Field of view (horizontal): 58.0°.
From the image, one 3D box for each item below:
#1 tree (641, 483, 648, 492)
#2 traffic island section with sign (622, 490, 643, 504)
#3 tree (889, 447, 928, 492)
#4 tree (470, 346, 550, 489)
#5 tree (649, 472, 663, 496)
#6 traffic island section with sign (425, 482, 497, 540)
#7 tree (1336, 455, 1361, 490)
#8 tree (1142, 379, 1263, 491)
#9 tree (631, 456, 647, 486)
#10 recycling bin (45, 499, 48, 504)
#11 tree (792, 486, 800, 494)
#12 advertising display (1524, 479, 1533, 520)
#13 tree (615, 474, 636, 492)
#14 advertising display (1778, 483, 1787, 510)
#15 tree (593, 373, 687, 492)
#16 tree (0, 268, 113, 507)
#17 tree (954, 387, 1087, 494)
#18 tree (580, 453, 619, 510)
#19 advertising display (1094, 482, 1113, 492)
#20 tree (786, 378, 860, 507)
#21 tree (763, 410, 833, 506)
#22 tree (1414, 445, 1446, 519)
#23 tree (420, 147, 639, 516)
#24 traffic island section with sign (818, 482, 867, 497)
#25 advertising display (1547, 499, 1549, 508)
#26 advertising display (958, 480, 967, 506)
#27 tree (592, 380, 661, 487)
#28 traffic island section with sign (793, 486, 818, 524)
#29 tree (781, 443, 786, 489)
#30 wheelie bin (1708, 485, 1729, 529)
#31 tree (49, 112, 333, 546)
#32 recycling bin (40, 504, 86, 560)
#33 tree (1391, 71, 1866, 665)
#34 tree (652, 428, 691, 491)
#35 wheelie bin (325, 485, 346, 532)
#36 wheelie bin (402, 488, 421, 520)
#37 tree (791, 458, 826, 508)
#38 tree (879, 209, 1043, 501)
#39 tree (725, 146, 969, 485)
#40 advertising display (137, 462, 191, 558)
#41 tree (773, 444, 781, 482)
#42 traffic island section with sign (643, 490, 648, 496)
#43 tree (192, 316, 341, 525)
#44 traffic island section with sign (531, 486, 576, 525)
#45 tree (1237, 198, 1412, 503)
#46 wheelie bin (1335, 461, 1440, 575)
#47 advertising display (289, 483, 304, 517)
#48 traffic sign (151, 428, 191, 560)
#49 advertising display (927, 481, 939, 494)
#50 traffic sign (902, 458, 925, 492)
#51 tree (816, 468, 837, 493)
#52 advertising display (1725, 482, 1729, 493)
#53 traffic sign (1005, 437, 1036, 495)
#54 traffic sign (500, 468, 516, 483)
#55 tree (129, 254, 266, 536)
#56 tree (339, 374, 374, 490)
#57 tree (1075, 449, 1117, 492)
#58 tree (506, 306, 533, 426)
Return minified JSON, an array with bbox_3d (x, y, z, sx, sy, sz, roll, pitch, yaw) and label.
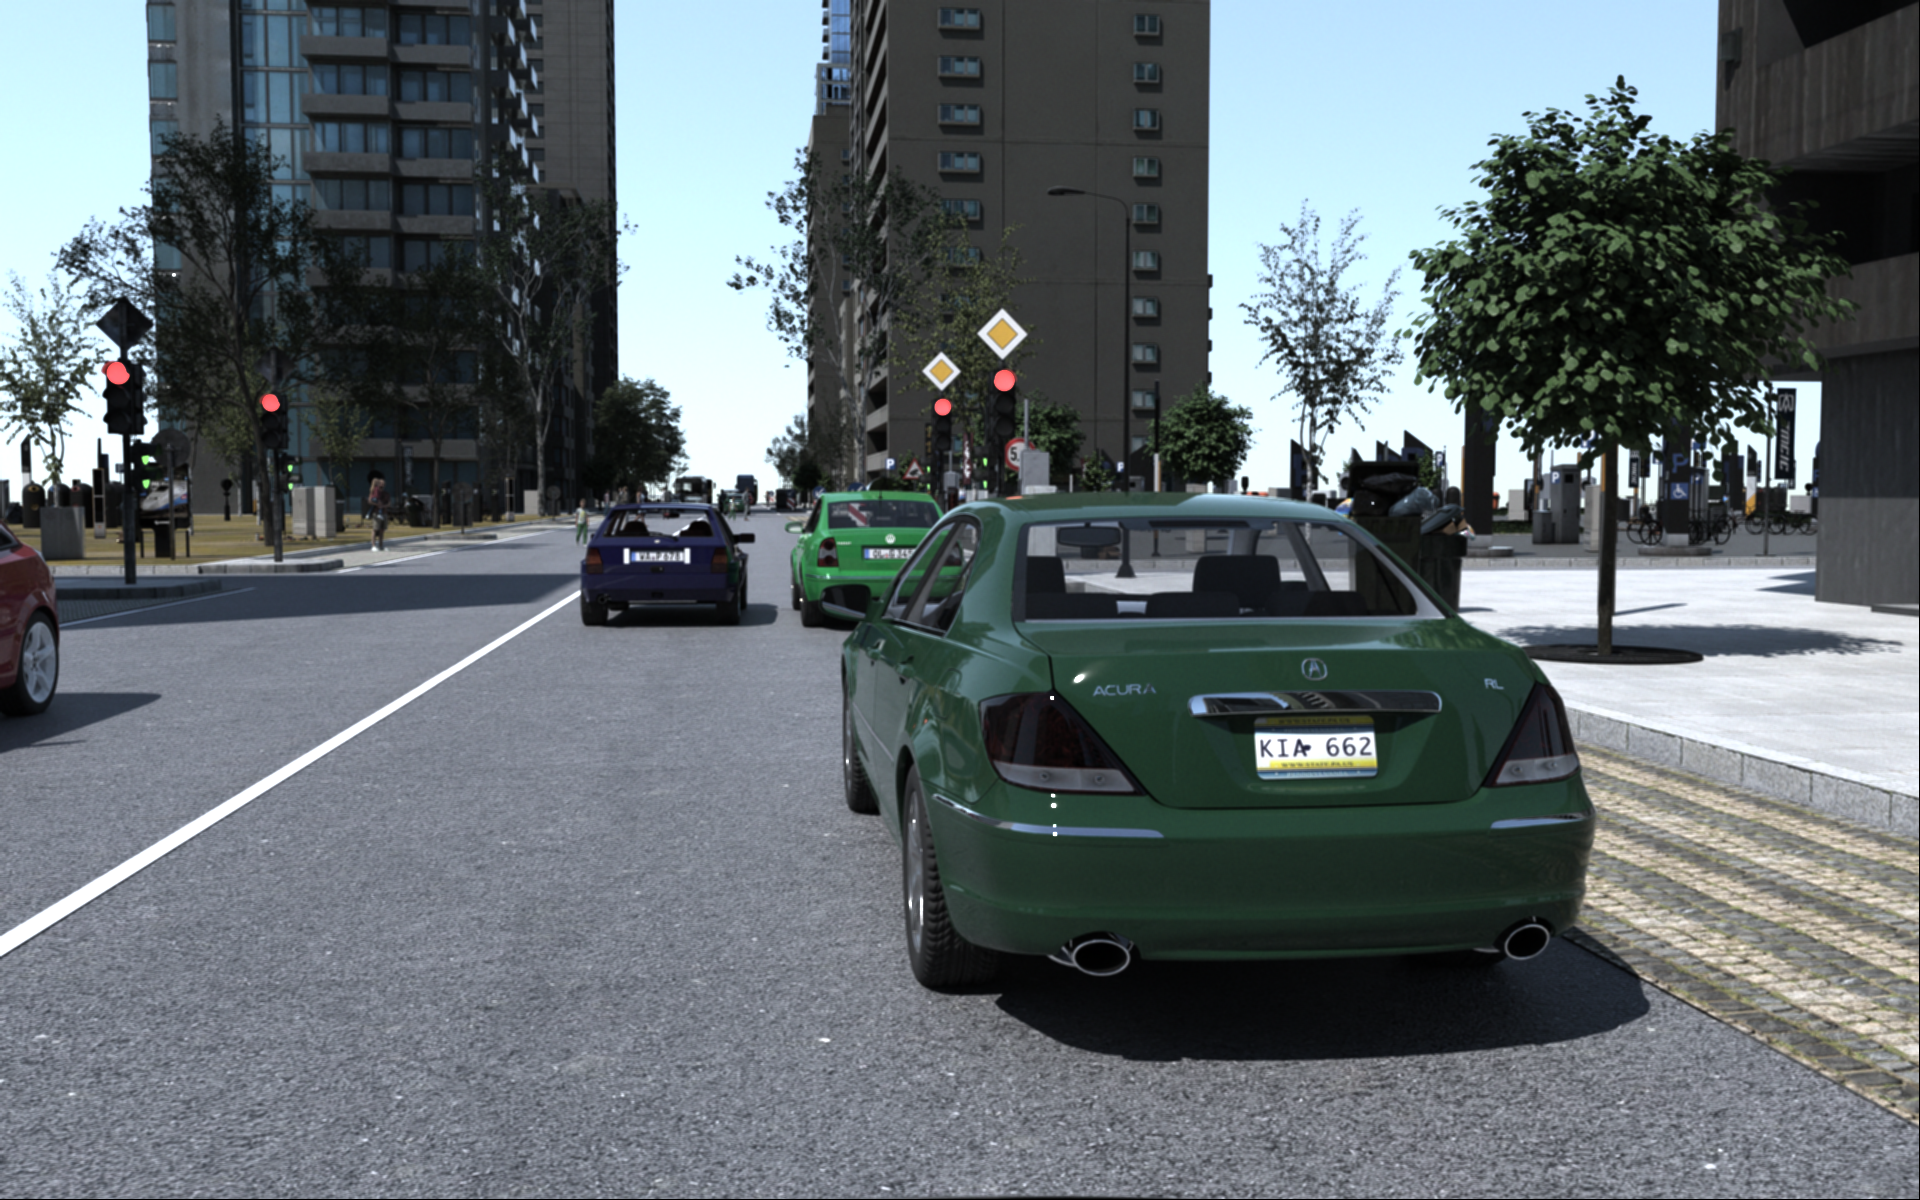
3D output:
[{"bbox_3d":[-37.232,-12.745,202.989,1.663,3.219,1.824,0,3,0],"label":"tree"},{"bbox_3d":[-25.434,-7.545,131.988,1.989,1.847,2.006,0,4,-7],"label":"traffic island section with sign"},{"bbox_3d":[-2.112,-4.536,68.757,1.663,3.219,1.824,0,3,0],"label":"tree"},{"bbox_3d":[-22.440,-8.327,86.514,4.360,8.622,3.978,0,3,0],"label":"tree"},{"bbox_3d":[-37.080,-15.734,207.604,4.737,8.622,4.395,0,3,0],"label":"tree"},{"bbox_3d":[-15.653,-2.802,54.446,1.989,1.847,2.006,0,4,-7],"label":"traffic island section with sign"},{"bbox_3d":[18.926,-5.436,83.485,1.663,3.219,1.824,0,3,0],"label":"tree"},{"bbox_3d":[6.920,-4.003,49.158,4.285,4.588,4.351,0,3,0],"label":"tree"},{"bbox_3d":[-36.167,-15.052,196.457,4.360,8.622,3.978,0,3,0],"label":"tree"},{"bbox_3d":[-48.040,-4.793,90.927,0.722,1.027,0.722,1,4,13],"label":"recycling bin"},{"bbox_3d":[-20.909,-13.991,223.350,1.663,3.219,1.824,0,3,0],"label":"tree"},{"bbox_3d":[24.254,-4.177,73.514,0.974,1.923,0.123,-3,5,-41],"label":"advertising display"},{"bbox_3d":[-31.476,-10.252,162.224,1.663,3.219,1.824,0,3,0],"label":"tree"},{"bbox_3d":[48.313,-5.906,101.776,0.974,1.923,0.123,-3,5,-40],"label":"advertising display"},{"bbox_3d":[-33.959,-16.916,183.227,9.857,13.997,8.962,0,3,0],"label":"tree"},{"bbox_3d":[-29.394,-6.441,55.674,4.737,8.622,4.395,0,3,0],"label":"tree"},{"bbox_3d":[2.272,-4.258,53.324,4.285,4.588,4.351,0,3,0],"label":"tree"},{"bbox_3d":[-29.127,-9.538,139.655,4.285,4.588,4.351,0,3,0],"label":"tree"},{"bbox_3d":[6.382,-4.451,77.988,0.974,1.923,0.123,-1,4,-12],"label":"advertising display"},{"bbox_3d":[-7.820,-9.693,108.839,4.360,8.622,3.978,0,3,0],"label":"tree"},{"bbox_3d":[-17.753,-15.730,191.598,8.767,10.594,7.601,0,4,2],"label":"tree"},{"bbox_3d":[18.247,-4.507,68.293,1.663,3.219,1.824,0,3,0],"label":"tree"},{"bbox_3d":[-25.136,-14.787,97.648,12.611,20.169,13.585,0,3,0],"label":"tree"},{"bbox_3d":[-3.541,-2.956,56.966,1.989,1.847,2.006,0,4,-7],"label":"traffic island section with sign"},{"bbox_3d":[28.485,-4.890,85.166,0.974,1.923,0.123,-1,4,-13],"label":"advertising display"},{"bbox_3d":[-0.138,-4.364,76.567,0.974,1.923,0.123,2,4,30],"label":"advertising display"},{"bbox_3d":[-33.714,-15.526,171.979,7.486,12.596,7.792,0,3,0],"label":"tree"},{"bbox_3d":[-6.926,-4.592,83.709,1.989,1.847,2.006,0,4,-7],"label":"traffic island section with sign"},{"bbox_3d":[-14.846,-13.418,169.753,4.360,8.622,3.978,0,3,0],"label":"tree"},{"bbox_3d":[27.496,-3.369,62.984,0.693,1.594,0.980,-3,5,-43],"label":"wheelie bin"},{"bbox_3d":[-17.208,-6.612,42.516,7.601,10.594,8.767,3,4,38],"label":"tree"},{"bbox_3d":[-17.555,-1.306,33.909,0.722,1.027,0.722,-1,4,-22],"label":"recycling bin"},{"bbox_3d":[5.113,-1.821,13.492,4.285,4.588,4.351,0,3,0],"label":"tree"},{"bbox_3d":[-45.018,-20.765,265.263,9.928,11.665,9.643,0,3,0],"label":"tree"},{"bbox_3d":[-21.212,-3.090,58.423,0.693,1.594,0.980,1,4,13],"label":"wheelie bin"},{"bbox_3d":[-26.732,-4.683,84.468,0.980,1.594,0.693,-3,4,-36],"label":"wheelie bin"},{"bbox_3d":[-13.478,-10.563,156.422,4.285,4.588,4.351,0,3,0],"label":"tree"},{"bbox_3d":[0.270,-5.749,44.360,4.737,8.622,4.395,0,3,0],"label":"tree"},{"bbox_3d":[-6.203,-14.620,94.931,12.611,20.169,13.585,0,3,0],"label":"tree"},{"bbox_3d":[-16.007,-1.812,34.833,0.974,1.923,0.123,-1,4,-15],"label":"advertising display"},{"bbox_3d":[-22.502,-17.085,229.698,4.360,8.622,3.978,0,3,0],"label":"tree"},{"bbox_3d":[-28.818,-9.181,158.730,1.989,1.847,2.006,0,4,-7],"label":"traffic island section with sign"},{"bbox_3d":[-28.778,-7.352,70.560,4.737,8.622,4.395,0,3,0],"label":"tree"},{"bbox_3d":[-19.021,-4.438,81.191,1.989,1.847,2.006,0,4,-7],"label":"traffic island section with sign"},{"bbox_3d":[9.165,-5.733,44.105,4.360,8.622,3.978,0,3,0],"label":"tree"},{"bbox_3d":[4.078,-0.528,16.539,0.980,1.594,0.693,0,4,5],"label":"wheelie bin"},{"bbox_3d":[-37.757,-5.712,98.605,0.123,1.923,0.974,2,4,26],"label":"advertising display"},{"bbox_3d":[-15.279,-2.045,33.546,0.768,2.556,0.104,0,4,-3],"label":"traffic sign"},{"bbox_3d":[-1.232,-4.942,86.009,0.974,1.923,0.123,-3,4,-37],"label":"advertising display"},{"bbox_3d":[-1.612,-3.772,61.677,0.884,2.594,0.081,0,4,1],"label":"traffic sign"},{"bbox_3d":[-9.755,-8.164,128.087,1.663,3.219,1.824,0,3,0],"label":"tree"},{"bbox_3d":[41.568,-5.401,93.518,0.974,1.923,0.123,-3,5,-43],"label":"advertising display"},{"bbox_3d":[1.345,-2.375,38.935,0.768,2.556,0.104,0,4,2],"label":"traffic sign"},{"bbox_3d":[-21.782,-5.100,83.499,0.768,2.556,0.104,0,4,-3],"label":"traffic sign"},{"bbox_3d":[-23.794,-6.311,53.547,4.360,8.622,3.978,0,3,0],"label":"tree"},{"bbox_3d":[-37.317,-9.368,103.529,4.737,8.622,4.395,0,3,0],"label":"tree"},{"bbox_3d":[5.403,-4.679,71.099,1.663,3.219,1.824,0,3,0],"label":"tree"},{"bbox_3d":[-19.141,-7.927,64.020,8.767,10.594,7.601,3,5,40],"label":"tree"}]
